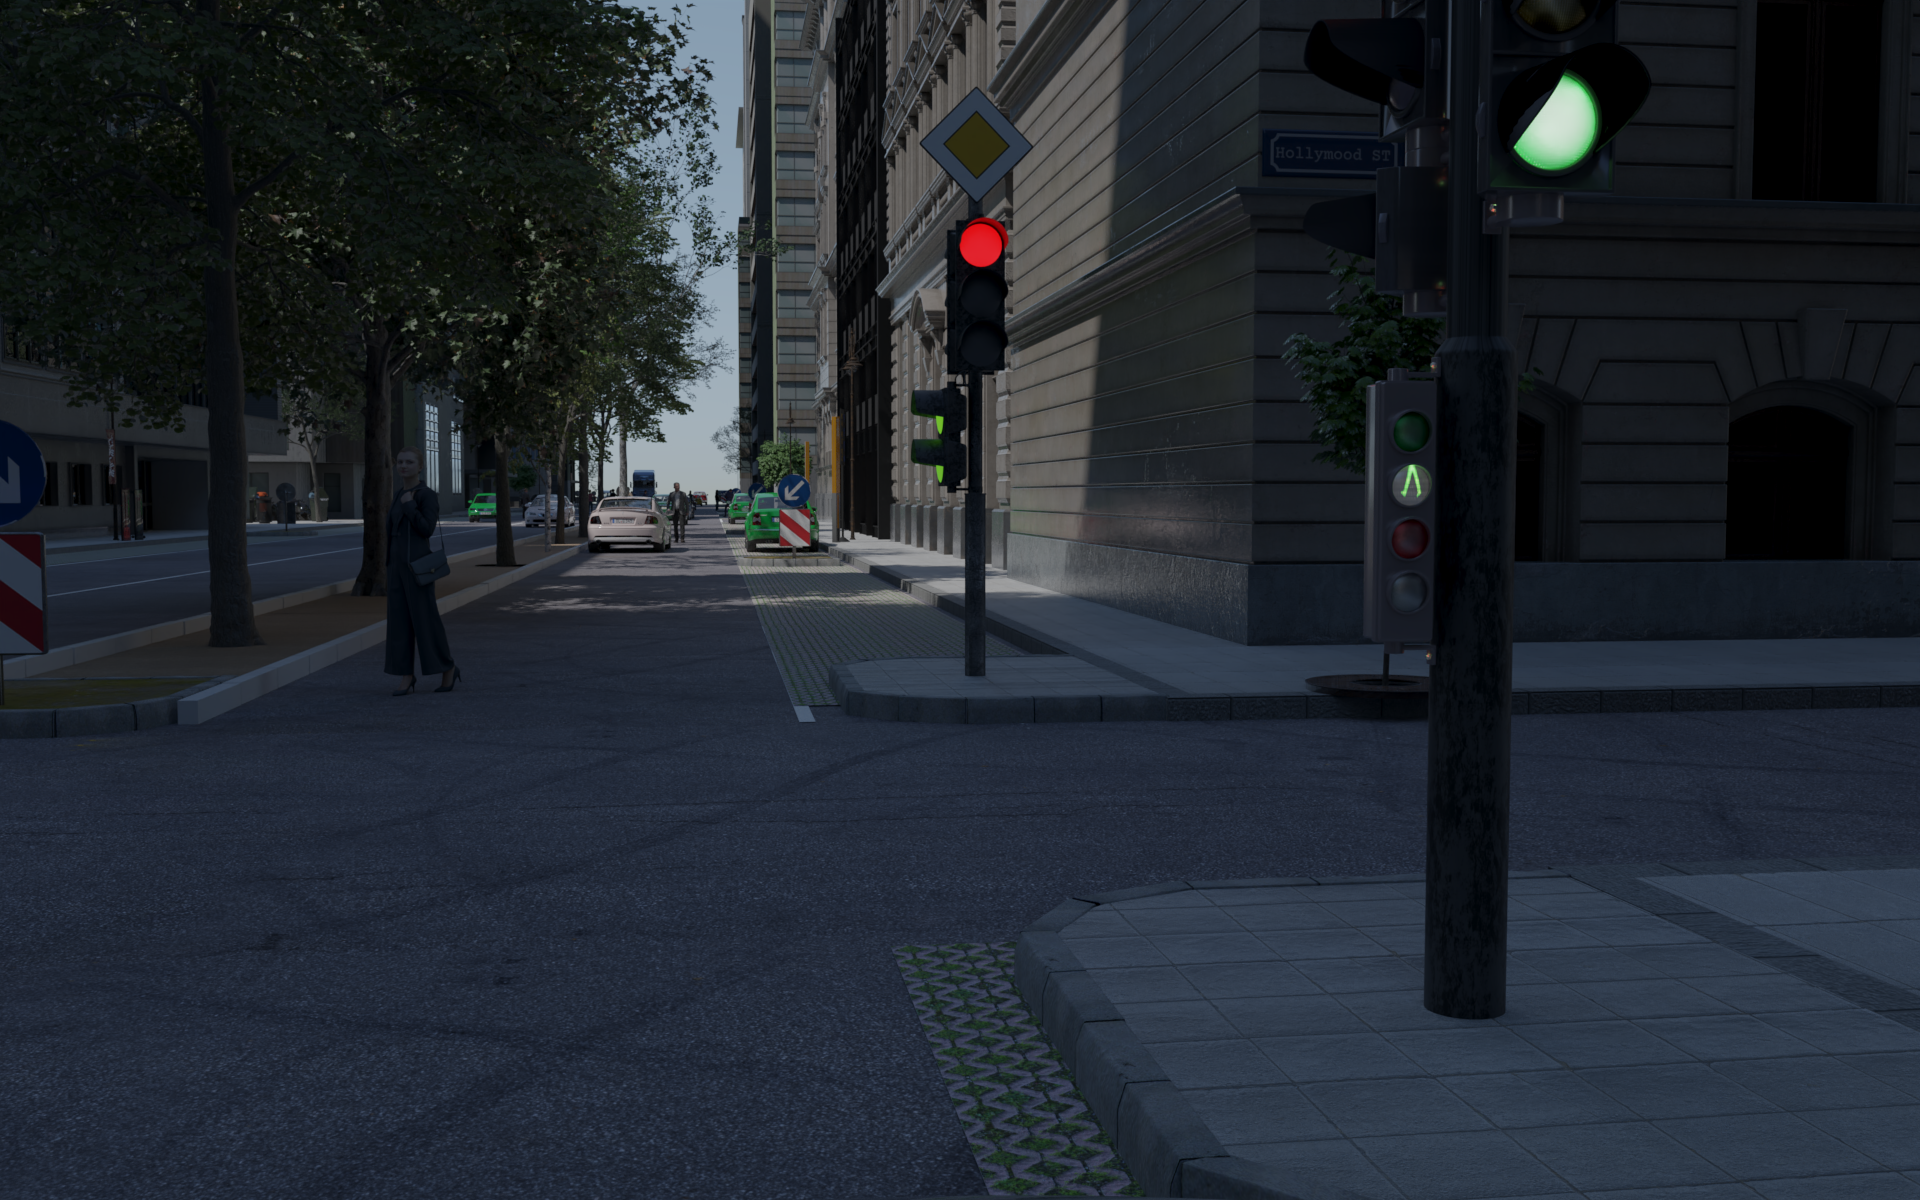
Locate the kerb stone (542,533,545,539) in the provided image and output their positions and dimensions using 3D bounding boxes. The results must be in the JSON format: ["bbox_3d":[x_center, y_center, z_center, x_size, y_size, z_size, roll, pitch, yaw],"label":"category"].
[{"bbox_3d":[-13.242,-1.978,54.570,0.120,0.150,1.000,-1,4,-8],"label":"kerb stone"}]

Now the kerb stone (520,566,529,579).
[{"bbox_3d":[-7.500,-0.444,29.502,0.120,0.150,1.000,-1,4,-8],"label":"kerb stone"}]

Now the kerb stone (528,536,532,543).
[{"bbox_3d":[-12.661,-1.728,50.508,0.120,0.150,1.000,-1,4,-8],"label":"kerb stone"}]

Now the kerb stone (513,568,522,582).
[{"bbox_3d":[-7.358,-0.382,28.490,0.120,0.150,1.000,-1,4,-8],"label":"kerb stone"}]

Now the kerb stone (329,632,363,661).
[{"bbox_3d":[-5.461,0.421,15.315,0.120,0.150,1.000,-1,4,-8],"label":"kerb stone"}]

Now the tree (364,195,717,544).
[{"bbox_3d":[-11.362,-6.834,48.608,8.767,10.594,7.601,-1,4,-8],"label":"tree"}]

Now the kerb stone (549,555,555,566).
[{"bbox_3d":[-8.241,-0.754,34.568,0.120,0.150,1.000,-1,4,-8],"label":"kerb stone"}]

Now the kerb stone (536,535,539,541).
[{"bbox_3d":[-12.951,-1.856,52.538,0.120,0.150,1.000,-1,4,-8],"label":"kerb stone"}]

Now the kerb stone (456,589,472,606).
[{"bbox_3d":[-6.484,-0.011,22.408,0.120,0.150,1.000,-1,4,-8],"label":"kerb stone"}]

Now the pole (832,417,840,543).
[{"bbox_3d":[-3.272,-3.171,45.687,0.158,3.312,0.155,0,3,0],"label":"pole"}]

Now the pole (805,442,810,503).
[{"bbox_3d":[-5.931,-4.491,67.277,0.158,3.312,0.155,0,3,0],"label":"pole"}]

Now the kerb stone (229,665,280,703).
[{"bbox_3d":[-5.023,0.607,12.274,0.120,0.150,1.000,-1,4,-8],"label":"kerb stone"}]

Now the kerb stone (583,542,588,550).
[{"bbox_3d":[-9.554,-1.314,43.687,0.120,0.150,1.000,-1,4,-8],"label":"kerb stone"}]

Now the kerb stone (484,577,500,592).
[{"bbox_3d":[-6.921,-0.199,25.448,0.120,0.150,1.000,-1,4,-8],"label":"kerb stone"}]

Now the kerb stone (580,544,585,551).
[{"bbox_3d":[-9.408,-1.252,42.670,0.120,0.150,1.000,-1,4,-8],"label":"kerb stone"}]

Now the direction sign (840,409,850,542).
[{"bbox_3d":[-3.144,-3.326,46.378,0.379,3.537,0.876,0,4,2],"label":"direction sign"}]

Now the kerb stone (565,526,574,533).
[{"bbox_3d":[-14.859,-2.659,65.743,0.120,0.150,1.000,-1,4,-8],"label":"kerb stone"}]

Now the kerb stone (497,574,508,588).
[{"bbox_3d":[-7.066,-0.260,26.467,0.120,0.150,1.000,-1,4,-8],"label":"kerb stone"}]

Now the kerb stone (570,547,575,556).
[{"bbox_3d":[-8.975,-1.067,39.635,0.120,0.150,1.000,-1,4,-8],"label":"kerb stone"}]

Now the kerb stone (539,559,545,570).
[{"bbox_3d":[-7.954,-0.633,32.539,0.120,0.150,1.000,-1,4,-8],"label":"kerb stone"}]

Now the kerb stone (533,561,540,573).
[{"bbox_3d":[-7.804,-0.570,31.523,0.120,0.150,1.000,-1,4,-8],"label":"kerb stone"}]

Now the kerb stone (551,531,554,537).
[{"bbox_3d":[-13.683,-2.166,57.616,0.120,0.150,1.000,-1,4,-8],"label":"kerb stone"}]

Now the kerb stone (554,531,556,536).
[{"bbox_3d":[-13.983,-2.290,59.641,0.120,0.150,1.000,-1,4,-8],"label":"kerb stone"}]

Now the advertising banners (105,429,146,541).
[{"bbox_3d":[-22.848,-3.132,47.403,0.090,3.025,2.074,0,4,0],"label":"advertising banners"}]

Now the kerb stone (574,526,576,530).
[{"bbox_3d":[-15.013,-2.723,66.764,0.120,0.150,1.000,-1,4,-8],"label":"kerb stone"}]

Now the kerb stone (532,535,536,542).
[{"bbox_3d":[-12.810,-1.794,51.522,0.120,0.150,1.000,-1,4,-8],"label":"kerb stone"}]

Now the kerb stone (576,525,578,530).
[{"bbox_3d":[-15.152,-2.786,67.778,0.120,0.150,1.000,-1,4,-8],"label":"kerb stone"}]

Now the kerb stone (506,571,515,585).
[{"bbox_3d":[-7.218,-0.321,27.477,0.120,0.150,1.000,-1,4,-8],"label":"kerb stone"}]

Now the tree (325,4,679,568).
[{"bbox_3d":[-9.070,-6.461,33.855,9.928,11.665,9.643,0,3,0],"label":"tree"}]

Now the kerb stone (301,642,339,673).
[{"bbox_3d":[-5.316,0.483,14.303,0.120,0.150,1.000,-1,4,-8],"label":"kerb stone"}]

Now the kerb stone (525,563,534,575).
[{"bbox_3d":[-7.656,-0.509,30.512,0.120,0.150,1.000,-1,4,-8],"label":"kerb stone"}]

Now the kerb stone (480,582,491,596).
[{"bbox_3d":[-6.780,-0.124,24.431,0.120,0.150,1.000,-1,4,-8],"label":"kerb stone"}]

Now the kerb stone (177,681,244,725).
[{"bbox_3d":[-4.873,0.670,11.264,0.120,0.150,1.000,-1,4,-8],"label":"kerb stone"}]

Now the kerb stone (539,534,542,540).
[{"bbox_3d":[-13.104,-1.918,53.548,0.120,0.150,1.000,-1,4,-8],"label":"kerb stone"}]

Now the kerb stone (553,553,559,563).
[{"bbox_3d":[-8.389,-0.817,35.585,0.120,0.150,1.000,-1,4,-8],"label":"kerb stone"}]

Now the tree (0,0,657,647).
[{"bbox_3d":[-6.664,-5.805,15.498,7.486,12.596,7.792,0,3,0],"label":"tree"}]

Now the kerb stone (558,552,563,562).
[{"bbox_3d":[-8.539,-0.881,36.596,0.120,0.150,1.000,-1,4,-8],"label":"kerb stone"}]

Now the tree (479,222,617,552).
[{"bbox_3d":[-10.192,-5.486,42.514,4.737,8.622,4.395,0,3,0],"label":"tree"}]

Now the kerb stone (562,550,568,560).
[{"bbox_3d":[-8.676,-0.940,37.611,0.120,0.150,1.000,-1,4,-8],"label":"kerb stone"}]

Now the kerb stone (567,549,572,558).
[{"bbox_3d":[-8.819,-1.005,38.625,0.120,0.150,1.000,-1,4,-8],"label":"kerb stone"}]

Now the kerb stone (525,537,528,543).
[{"bbox_3d":[-12.529,-1.670,49.495,0.120,0.150,1.000,-1,4,-8],"label":"kerb stone"}]

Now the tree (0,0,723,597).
[{"bbox_3d":[-8.160,-6.394,24.000,9.611,12.733,9.660,0,3,0],"label":"tree"}]

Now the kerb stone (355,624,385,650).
[{"bbox_3d":[-5.606,0.359,16.327,0.120,0.150,1.000,-1,4,-8],"label":"kerb stone"}]

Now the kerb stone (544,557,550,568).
[{"bbox_3d":[-8.093,-0.695,33.556,0.120,0.150,1.000,-1,4,-8],"label":"kerb stone"}]

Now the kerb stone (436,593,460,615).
[{"bbox_3d":[-6.337,0.049,21.388,0.120,0.150,1.000,-1,4,-8],"label":"kerb stone"}]

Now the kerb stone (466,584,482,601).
[{"bbox_3d":[-6.631,-0.075,23.420,0.120,0.150,1.000,-1,4,-8],"label":"kerb stone"}]

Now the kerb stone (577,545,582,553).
[{"bbox_3d":[-9.261,-1.182,41.659,0.120,0.150,1.000,-1,4,-8],"label":"kerb stone"}]

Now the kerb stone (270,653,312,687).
[{"bbox_3d":[-5.170,0.545,13.286,0.120,0.150,1.000,-1,4,-8],"label":"kerb stone"}]

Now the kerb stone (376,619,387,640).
[{"bbox_3d":[-5.756,0.297,17.341,0.120,0.150,1.000,-1,4,-8],"label":"kerb stone"}]

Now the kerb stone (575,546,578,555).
[{"bbox_3d":[-9.117,-1.128,40.647,0.120,0.150,1.000,-1,4,-8],"label":"kerb stone"}]
